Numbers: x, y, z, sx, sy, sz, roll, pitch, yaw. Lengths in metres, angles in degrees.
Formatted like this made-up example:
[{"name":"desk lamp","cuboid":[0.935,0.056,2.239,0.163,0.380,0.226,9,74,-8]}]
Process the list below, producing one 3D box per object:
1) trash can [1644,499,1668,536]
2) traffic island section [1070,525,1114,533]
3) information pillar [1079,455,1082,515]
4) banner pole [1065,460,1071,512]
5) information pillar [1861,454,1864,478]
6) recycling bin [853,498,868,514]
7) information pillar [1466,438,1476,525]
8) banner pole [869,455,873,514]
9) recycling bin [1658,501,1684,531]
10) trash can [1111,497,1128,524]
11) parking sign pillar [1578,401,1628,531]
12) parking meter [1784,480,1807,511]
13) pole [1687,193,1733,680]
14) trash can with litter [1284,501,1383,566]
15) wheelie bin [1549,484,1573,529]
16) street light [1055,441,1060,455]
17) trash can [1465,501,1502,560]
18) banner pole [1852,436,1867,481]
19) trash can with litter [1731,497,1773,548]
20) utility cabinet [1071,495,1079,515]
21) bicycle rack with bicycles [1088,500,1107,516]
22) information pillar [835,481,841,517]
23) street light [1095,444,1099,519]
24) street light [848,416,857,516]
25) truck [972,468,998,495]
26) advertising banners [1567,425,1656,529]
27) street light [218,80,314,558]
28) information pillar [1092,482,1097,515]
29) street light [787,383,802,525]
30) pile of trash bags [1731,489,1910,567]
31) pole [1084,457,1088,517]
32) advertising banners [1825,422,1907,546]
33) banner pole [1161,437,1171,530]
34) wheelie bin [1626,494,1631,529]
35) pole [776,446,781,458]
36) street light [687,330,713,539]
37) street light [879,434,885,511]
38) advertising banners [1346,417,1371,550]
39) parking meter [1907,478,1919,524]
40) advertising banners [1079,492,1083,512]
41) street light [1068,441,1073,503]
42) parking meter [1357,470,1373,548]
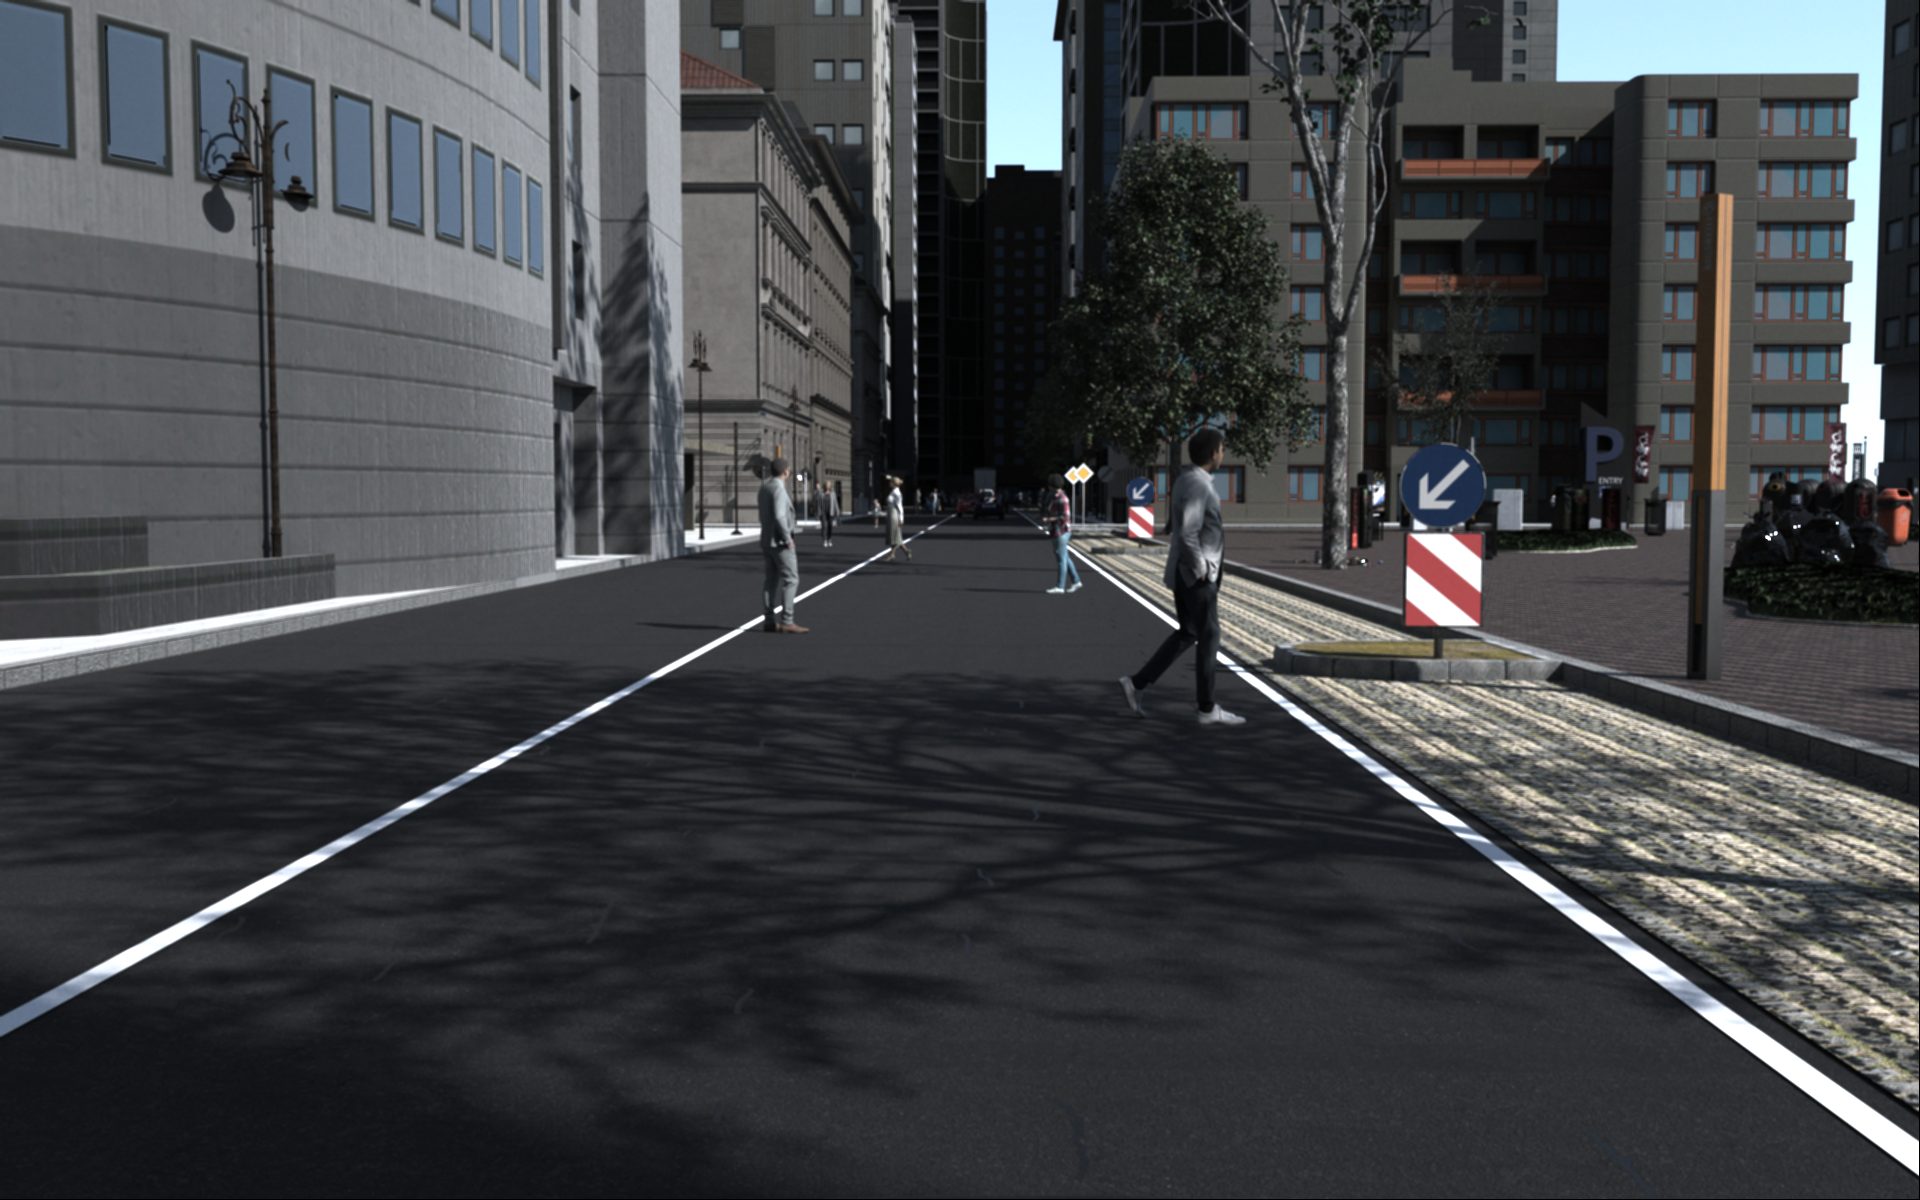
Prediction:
[{"name":"trash can","cuboid":[21.436,-2.552,53.380,0.748,1.137,0.748,0,3,0]},{"name":"traffic island section","cuboid":[4.607,-2.559,64.117,2.009,0.180,2.903,0,4,1]},{"name":"information pillar","cuboid":[7.328,-6.945,104.901,0.183,3.616,0.504,1,4,13]},{"name":"banner pole","cuboid":[7.839,-8.313,125.938,0.401,3.779,0.863,-1,4,-22]},{"name":"information pillar","cuboid":[52.476,-6.697,100.848,0.183,3.616,0.504,1,4,18]},{"name":"recycling bin","cuboid":[-6.279,-5.924,109.413,0.722,1.027,0.722,3,5,40]},{"name":"information pillar","cuboid":[21.228,-4.934,72.025,0.504,3.616,0.183,-2,4,-27]},{"name":"banner pole","cuboid":[-5.712,-7.436,111.593,0.401,3.779,0.863,1,4,13]},{"name":"recycling bin","cuboid":[25.156,-2.983,61.328,0.722,1.027,0.722,0,4,6]},{"name":"trash can","cuboid":[6.864,-3.856,74.707,0.748,1.137,0.748,0,3,0]},{"name":"parking sign pillar","cuboid":[18.646,-3.778,50.241,1.447,3.967,1.447,0,4,1]},{"name":"parking meter","cuboid":[15.516,-1.454,32.176,0.372,1.533,0.369,0,3,0]},{"name":"pole","cuboid":[5.161,-1.105,11.917,0.158,3.312,0.155,0,3,0]},{"name":"trash can with litter","cuboid":[6.951,-1.264,31.729,1.678,1.210,2.233,0,4,-2]},{"name":"wheelie bin","cuboid":[19.112,-2.866,54.765,0.980,1.594,0.693,-2,4,-33]},{"name":"street light","cuboid":[8.287,-10.629,146.567,0.468,5.910,1.993,0,4,1]},{"name":"trash can","cuboid":[10.241,-1.368,34.019,0.748,1.137,0.748,0,3,0]},{"name":"banner pole","cuboid":[38.775,-5.176,74.637,0.863,3.779,0.401,-1,4,-14]},{"name":"trash can with litter","cuboid":[19.151,-1.877,41.750,2.233,1.210,1.678,-3,5,-43]},{"name":"utility cabinet","cuboid":[7.079,-5.823,106.374,0.306,1.237,1.020,0,4,-6]},{"name":"bicycle rack with bicycles","cuboid":[9.171,-5.427,102.118,2.925,0.926,2.852,1,4,18]},{"name":"information pillar","cuboid":[-6.700,-5.549,95.224,0.304,2.012,0.304,-1,4,-15]},{"name":"street light","cuboid":[7.099,-7.135,89.451,0.468,5.910,1.993,0,4,1]},{"name":"street light","cuboid":[-6.271,-7.837,100.918,0.468,5.910,1.993,0,4,1]},{"name":"truck","cuboid":[2.727,-12.201,188.402,2.839,4.237,11.283,0,4,1]},{"name":"advertising banners","cuboid":[16.688,-2.950,44.420,2.074,3.025,0.090,1,4,19]},{"name":"street light","cuboid":[-7.915,-2.883,19.920,0.468,5.910,1.993,0,4,1]},{"name":"information pillar","cuboid":[8.290,-6.237,106.467,0.304,2.012,0.304,1,4,13]},{"name":"street light","cuboid":[-6.913,-6.095,72.441,0.468,5.910,1.993,0,4,1]},{"name":"pile of trash bags","cuboid":[14.174,-1.112,27.941,3.447,1.369,1.912,-2,4,-29]},{"name":"pole","cuboid":[6.922,-6.197,95.160,0.158,3.312,0.155,0,3,0]},{"name":"advertising banners","cuboid":[22.124,-2.821,42.316,2.074,3.025,0.090,0,4,-1]},{"name":"banner pole","cuboid":[7.587,-4.434,62.513,0.401,3.779,0.863,3,4,39]},{"name":"wheelie bin","cuboid":[24.127,-3.397,63.451,0.693,1.594,0.980,0,4,2]},{"name":"pole","cuboid":[-7.663,-4.849,73.130,0.158,3.312,0.155,0,3,0]},{"name":"street light","cuboid":[-7.323,-4.657,48.937,0.468,5.910,1.993,0,4,1]},{"name":"street light","cuboid":[-5.786,-9.609,129.890,0.468,5.910,1.993,0,4,1]},{"name":"advertising banners","cuboid":[9.111,-2.676,39.934,0.090,3.025,2.074,2,4,32]},{"name":"parking meter","cuboid":[34.178,-3.450,62.113,0.399,1.863,0.255,-1,4,-22]},{"name":"advertising banners","cuboid":[8.766,-7.804,123.788,0.090,3.025,2.074,-1,4,-13]},{"name":"street light","cuboid":[7.616,-8.877,117.930,0.468,5.910,1.993,0,4,1]},{"name":"parking meter","cuboid":[9.709,-2.192,41.549,0.255,1.863,0.399,3,5,40]}]
